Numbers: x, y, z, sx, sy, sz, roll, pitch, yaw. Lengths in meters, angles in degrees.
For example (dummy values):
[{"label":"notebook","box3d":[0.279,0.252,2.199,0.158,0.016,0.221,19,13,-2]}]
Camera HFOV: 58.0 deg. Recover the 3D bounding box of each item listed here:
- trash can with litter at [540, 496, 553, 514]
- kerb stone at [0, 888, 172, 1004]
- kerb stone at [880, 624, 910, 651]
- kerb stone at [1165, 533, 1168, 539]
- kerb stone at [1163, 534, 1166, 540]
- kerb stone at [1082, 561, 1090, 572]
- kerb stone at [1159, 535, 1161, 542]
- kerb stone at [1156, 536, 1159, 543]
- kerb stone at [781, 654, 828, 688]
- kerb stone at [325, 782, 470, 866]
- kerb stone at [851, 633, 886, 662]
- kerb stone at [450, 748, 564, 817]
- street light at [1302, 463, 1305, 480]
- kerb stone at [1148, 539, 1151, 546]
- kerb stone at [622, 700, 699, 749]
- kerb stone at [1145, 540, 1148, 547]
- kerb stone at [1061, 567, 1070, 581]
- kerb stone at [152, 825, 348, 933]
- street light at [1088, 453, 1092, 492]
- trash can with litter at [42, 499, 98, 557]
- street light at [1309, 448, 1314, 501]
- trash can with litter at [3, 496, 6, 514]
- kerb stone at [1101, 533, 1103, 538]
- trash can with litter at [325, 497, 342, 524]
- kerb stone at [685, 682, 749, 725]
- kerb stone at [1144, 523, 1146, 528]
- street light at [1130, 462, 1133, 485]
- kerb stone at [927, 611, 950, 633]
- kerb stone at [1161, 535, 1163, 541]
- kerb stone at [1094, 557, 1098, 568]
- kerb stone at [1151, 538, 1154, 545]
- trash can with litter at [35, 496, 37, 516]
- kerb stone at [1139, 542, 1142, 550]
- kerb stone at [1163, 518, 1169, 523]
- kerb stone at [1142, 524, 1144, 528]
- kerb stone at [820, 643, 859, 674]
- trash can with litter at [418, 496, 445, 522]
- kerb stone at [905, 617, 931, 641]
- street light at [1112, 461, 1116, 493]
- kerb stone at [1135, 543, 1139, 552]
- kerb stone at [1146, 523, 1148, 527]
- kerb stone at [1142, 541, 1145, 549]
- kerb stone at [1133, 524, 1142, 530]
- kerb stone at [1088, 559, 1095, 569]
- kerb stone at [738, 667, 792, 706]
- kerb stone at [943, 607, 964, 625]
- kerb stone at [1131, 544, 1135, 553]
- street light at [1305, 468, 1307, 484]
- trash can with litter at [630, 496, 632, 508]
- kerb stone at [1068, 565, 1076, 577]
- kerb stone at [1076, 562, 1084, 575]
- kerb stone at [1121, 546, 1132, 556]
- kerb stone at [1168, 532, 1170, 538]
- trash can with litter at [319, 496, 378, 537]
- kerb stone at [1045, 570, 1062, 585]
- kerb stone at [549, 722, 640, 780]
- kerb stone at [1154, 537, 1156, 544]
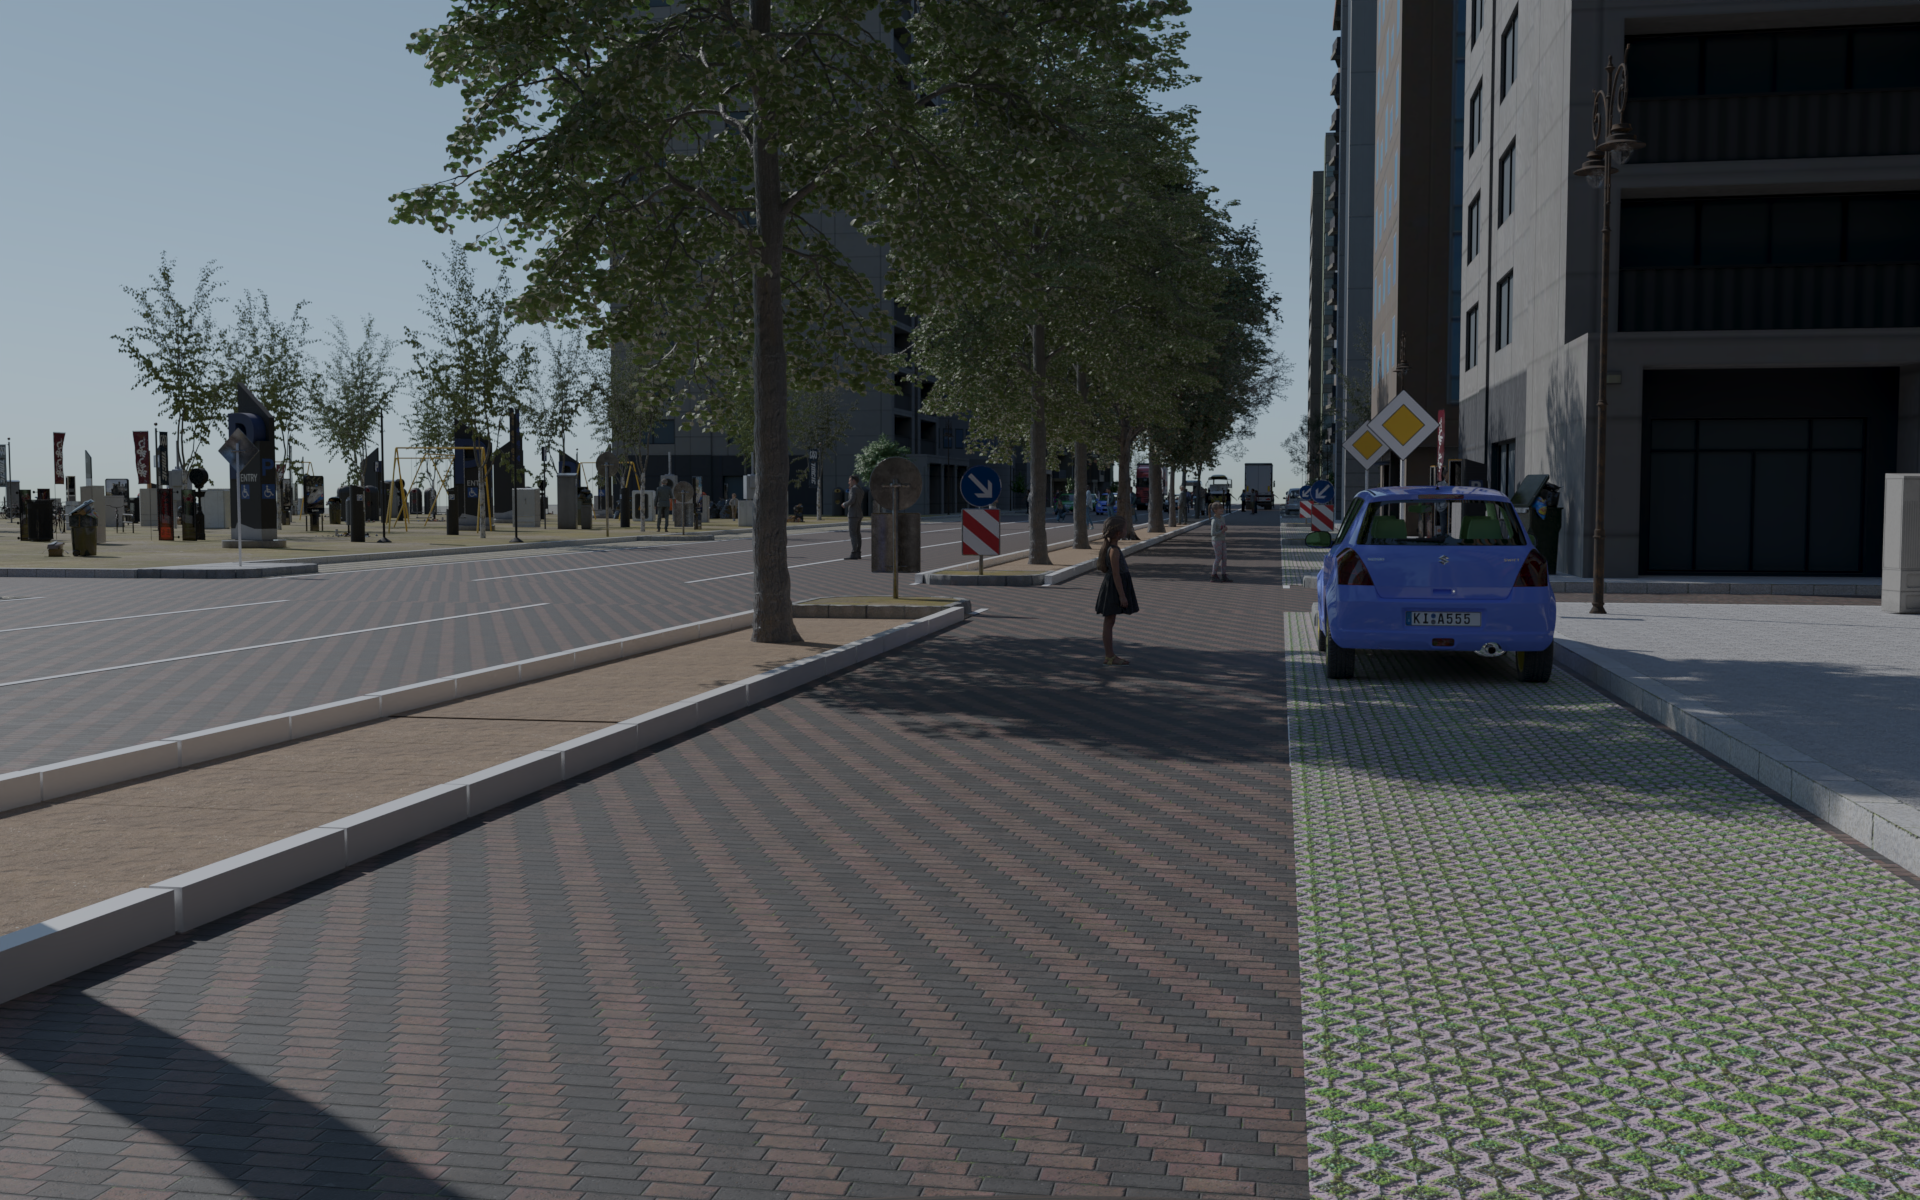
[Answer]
[{"label":"trash can with litter","box3d":[-26.498,-6.004,109.217,2.233,1.210,1.678,1,4,17]},{"label":"kerb stone","box3d":[-2.703,1.045,5.152,0.120,0.150,1.000,1,4,10]},{"label":"kerb stone","box3d":[-0.653,0.366,16.216,0.120,0.150,1.000,1,4,10]},{"label":"kerb stone","box3d":[6.311,-1.944,54.049,0.120,0.150,1.000,1,4,10]},{"label":"kerb stone","box3d":[6.131,-1.887,53.042,0.120,0.150,1.000,1,4,10]},{"label":"kerb stone","box3d":[2.225,-0.590,31.849,0.120,0.150,1.000,1,4,10]},{"label":"kerb stone","box3d":[5.766,-1.763,51.020,0.120,0.150,1.000,1,4,10]},{"label":"kerb stone","box3d":[5.574,-1.702,50.016,0.120,0.150,1.000,1,4,10]},{"label":"kerb stone","box3d":[-1.215,0.550,13.198,0.120,0.150,1.000,1,4,10]},{"label":"kerb stone","box3d":[-2.325,0.920,7.161,0.120,0.150,1.000,1,4,10]},{"label":"kerb stone","box3d":[-0.843,0.430,15.208,0.120,0.150,1.000,1,4,10]},{"label":"kerb stone","box3d":[-2.140,0.860,8.169,0.120,0.150,1.000,1,4,10]},{"label":"street light","box3d":[46.139,-15.798,231.083,0.468,5.910,1.993,1,4,10]},{"label":"kerb stone","box3d":[5.004,-1.514,46.980,0.120,0.150,1.000,1,4,10]},{"label":"kerb stone","box3d":[-1.769,0.735,10.181,0.120,0.150,1.000,1,4,10]},{"label":"kerb stone","box3d":[4.819,-1.448,45.964,0.120,0.150,1.000,1,4,10]},{"label":"kerb stone","box3d":[1.669,-0.406,28.832,0.120,0.150,1.000,1,4,10]},{"label":"kerb stone","box3d":[-2.506,0.981,6.155,0.120,0.150,1.000,1,4,10]},{"label":"street light","box3d":[14.183,-13.184,188.343,0.468,5.910,1.993,1,4,10]},{"label":"trash can with litter","box3d":[-18.265,-1.479,35.569,1.055,1.170,0.624,-2,4,-24]},{"label":"street light","box3d":[35.797,-12.405,175.607,0.468,5.910,1.993,1,4,10]},{"label":"trash can with litter","box3d":[-60.049,-6.047,109.928,1.678,1.210,2.233,1,4,18]},{"label":"kerb stone","box3d":[4.431,-2.033,55.439,0.120,0.150,1.000,1,4,10]},{"label":"trash can with litter","box3d":[-26.658,-3.815,73.759,0.624,1.170,1.055,-1,4,-17]},{"label":"kerb stone","box3d":[-1.590,0.673,11.188,0.120,0.150,1.000,1,4,10]},{"label":"kerb stone","box3d":[7.601,-3.076,72.584,0.120,0.150,1.000,1,4,10]},{"label":"street light","box3d":[23.506,-16.257,238.585,0.468,5.910,1.993,1,4,10]},{"label":"kerb stone","box3d":[-0.286,0.247,18.227,0.120,0.150,1.000,1,4,10]},{"label":"kerb stone","box3d":[5.944,-1.825,52.034,0.120,0.150,1.000,1,4,10]},{"label":"kerb stone","box3d":[2.602,-0.714,33.869,0.120,0.150,1.000,1,4,10]},{"label":"kerb stone","box3d":[5.201,-1.578,47.994,0.120,0.150,1.000,1,4,10]},{"label":"trash can with litter","box3d":[-45.235,-4.542,85.655,1.055,1.170,0.624,-1,4,-21]},{"label":"kerb stone","box3d":[4.449,-1.331,43.953,0.120,0.150,1.000,1,4,10]},{"label":"kerb stone","box3d":[10.757,-4.130,89.725,0.120,0.150,1.000,1,4,10]},{"label":"kerb stone","box3d":[7.409,-3.017,71.576,0.120,0.150,1.000,1,4,10]},{"label":"kerb stone","box3d":[-1.030,0.495,14.203,0.120,0.150,1.000,1,4,10]},{"label":"trash can with litter","box3d":[-24.524,-4.280,81.030,1.678,1.210,2.233,-1,4,-22]},{"label":"kerb stone","box3d":[-0.472,0.304,17.222,0.120,0.150,1.000,1,4,10]},{"label":"street light","box3d":[18.900,-14.720,213.454,0.468,5.910,1.993,1,4,10]},{"label":"kerb stone","box3d":[4.273,-1.269,42.946,0.120,0.150,1.000,1,4,10]},{"label":"kerb stone","box3d":[7.787,-3.144,73.594,0.120,0.150,1.000,1,4,10]},{"label":"kerb stone","box3d":[4.640,-1.392,44.957,0.120,0.150,1.000,1,4,10]},{"label":"kerb stone","box3d":[7.224,-2.958,70.555,0.120,0.150,1.000,1,4,10]},{"label":"kerb stone","box3d":[2.408,-0.652,32.858,0.120,0.150,1.000,1,4,10]},{"label":"kerb stone","box3d":[-1.396,0.612,12.191,0.120,0.150,1.000,1,4,10]},{"label":"kerb stone","box3d":[-0.105,0.185,19.237,0.120,0.150,1.000,1,4,10]},{"label":"kerb stone","box3d":[4.082,-1.207,41.936,0.120,0.150,1.000,1,4,10]},{"label":"street light","box3d":[41.385,-14.204,205.014,0.468,5.910,1.993,1,4,10]},{"label":"trash can with litter","box3d":[-19.702,-5.680,104.249,0.624,1.170,1.055,0,4,-4]},{"label":"kerb stone","box3d":[1.846,-0.467,29.839,0.120,0.150,1.000,1,4,10]},{"label":"kerb stone","box3d":[2.039,-0.528,30.842,0.120,0.150,1.000,1,4,10]},{"label":"kerb stone","box3d":[3.899,-1.143,40.931,0.120,0.150,1.000,1,4,10]},{"label":"kerb stone","box3d":[6.507,-2.010,55.052,0.120,0.150,1.000,1,4,10]},{"label":"trash can with litter","box3d":[-18.336,-2.508,52.068,1.678,1.210,2.233,-2,4,-33]},{"label":"kerb stone","box3d":[1.485,-0.341,27.827,0.120,0.150,1.000,1,4,10]},{"label":"kerb stone","box3d":[-1.948,0.799,9.174,0.120,0.150,1.000,1,4,10]},{"label":"kerb stone","box3d":[5.387,-1.638,49.000,0.120,0.150,1.000,1,4,10]}]
